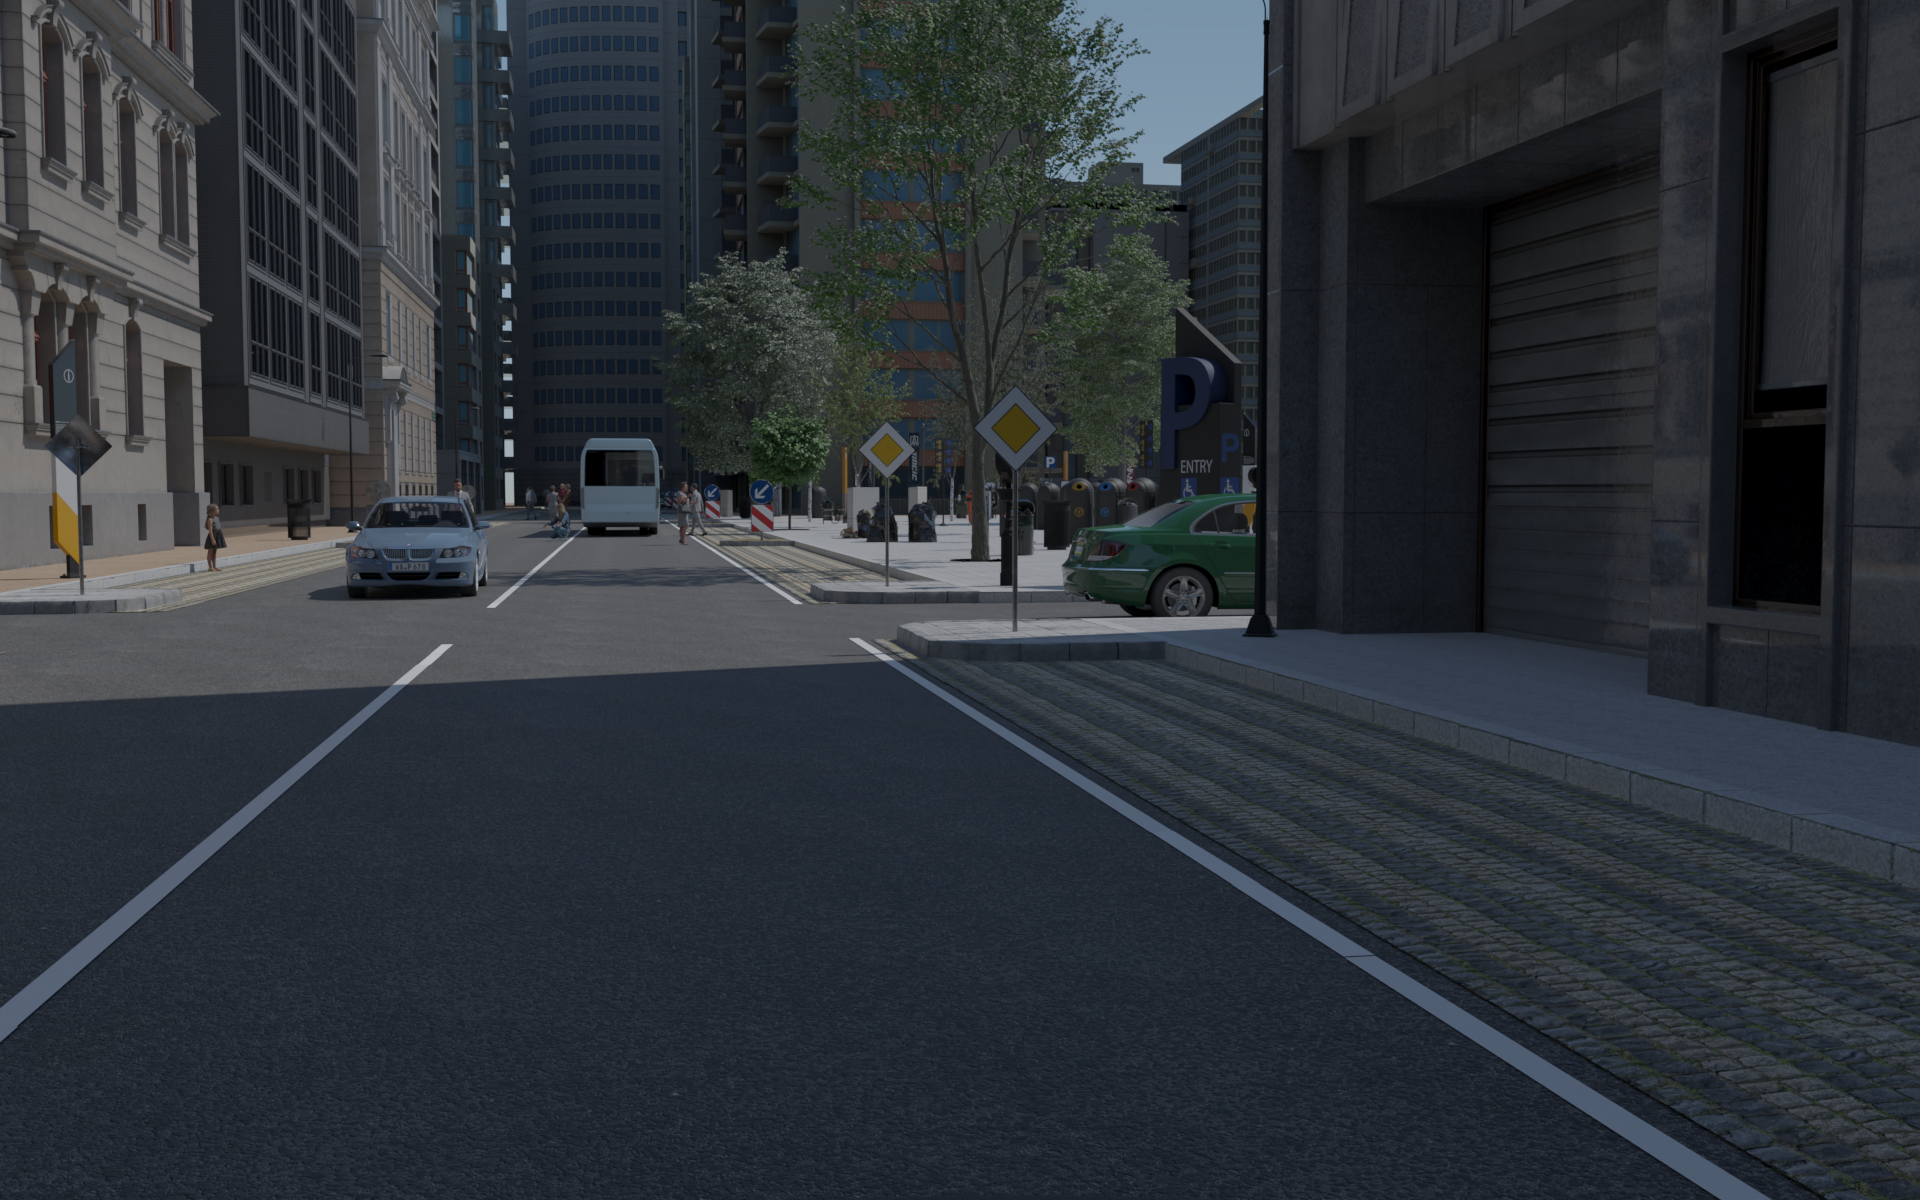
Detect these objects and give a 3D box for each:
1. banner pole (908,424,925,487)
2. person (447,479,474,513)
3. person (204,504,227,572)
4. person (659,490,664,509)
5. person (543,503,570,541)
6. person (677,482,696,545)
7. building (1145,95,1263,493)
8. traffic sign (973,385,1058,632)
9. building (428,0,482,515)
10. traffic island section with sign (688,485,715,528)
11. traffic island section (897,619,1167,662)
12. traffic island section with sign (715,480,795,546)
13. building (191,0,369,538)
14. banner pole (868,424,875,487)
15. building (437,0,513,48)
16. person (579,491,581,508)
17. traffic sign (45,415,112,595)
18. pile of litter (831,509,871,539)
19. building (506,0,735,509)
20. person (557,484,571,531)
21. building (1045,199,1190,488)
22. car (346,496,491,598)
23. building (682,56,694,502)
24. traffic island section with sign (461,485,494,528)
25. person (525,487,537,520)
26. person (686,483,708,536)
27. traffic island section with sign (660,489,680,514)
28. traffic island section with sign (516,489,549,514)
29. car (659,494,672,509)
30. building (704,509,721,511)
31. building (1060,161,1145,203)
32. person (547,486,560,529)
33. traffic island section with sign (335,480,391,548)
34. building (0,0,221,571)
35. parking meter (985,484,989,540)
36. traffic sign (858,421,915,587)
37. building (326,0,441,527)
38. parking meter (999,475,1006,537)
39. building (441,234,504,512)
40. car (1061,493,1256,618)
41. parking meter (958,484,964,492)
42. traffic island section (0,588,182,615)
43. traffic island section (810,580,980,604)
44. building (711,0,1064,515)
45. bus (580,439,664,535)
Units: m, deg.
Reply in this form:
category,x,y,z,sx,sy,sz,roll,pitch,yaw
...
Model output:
category,x,y,z,sx,sy,sz,roll,pitch,yaw
banner pole,-1.501,-4.389,61.776,0.863,3.779,0.401,3,4,36
person,-11.813,-1.959,40.802,0.678,1.792,0.850,-1,4,-19
person,-13.710,-1.145,31.897,0.373,1.253,0.362,1,4,9
person,-28.402,-9.527,164.136,0.709,1.838,0.599,2,4,33
person,-12.257,-2.383,52.955,0.738,1.151,1.012,-2,4,-29
person,-7.708,-2.436,48.689,0.532,1.782,0.716,0,4,3
building,34.432,-29.126,168.098,23.993,40.220,32.217,-1,4,-11
traffic sign,0.510,-0.761,16.086,0.795,2.450,0.064,-1,4,-11
building,-39.693,-40.602,102.098,20.563,71.187,20.611,-1,4,-11
traffic island section with sign,-10.812,-4.036,74.621,1.989,1.847,2.006,-1,4,-11
traffic island section,0.531,0.374,16.168,2.009,0.180,2.903,-1,4,-11
traffic island section with sign,-5.674,-2.418,48.158,1.989,1.847,2.006,-1,4,-11
building,-27.700,-15.938,54.092,14.314,27.812,24.014,-1,4,-11
banner pole,-3.152,-4.391,61.816,0.401,3.779,0.863,-1,4,-20
building,-55.646,-32.721,154.600,30.456,49.044,23.786,-1,4,-11
person,-32.346,-8.511,148.435,0.721,1.735,1.217,-2,4,-30
traffic sign,-11.170,-1.122,21.983,0.795,2.450,0.064,-1,4,-11
pile of litter,-2.956,-2.217,50.216,1.719,0.858,1.176,-1,4,-20
building,-34.544,-39.602,189.484,28.212,58.520,21.231,-1,4,-11
person,-15.389,-3.608,67.463,0.580,1.828,0.573,1,4,10
building,14.072,-24.564,173.329,14.107,30.474,14.160,-1,4,-11
car,-7.947,-0.831,25.585,2.014,1.417,4.499,-1,4,-13
building,-19.503,-29.557,166.848,14.154,41.232,14.086,-1,4,-11
traffic island section with sign,-20.853,-3.970,73.533,1.989,1.847,2.006,-1,4,-11
person,-23.583,-5.301,95.277,0.850,1.850,0.679,3,4,38
person,-8.933,-3.050,58.639,0.850,1.792,0.678,1,4,10
traffic island section with sign,-20.404,-7.060,124.056,1.989,1.847,2.006,-1,4,-11
traffic island section with sign,-30.360,-6.969,122.566,1.989,1.847,2.006,-1,4,-11
car,-27.610,-9.273,160.411,1.959,1.807,4.718,-1,4,-11
building,-12.080,-36.939,145.946,21.231,58.520,28.212,-1,4,-11
building,18.760,-31.403,205.321,23.993,40.220,32.217,-1,4,-11
person,-16.768,-3.852,71.845,0.716,1.782,0.532,0,4,-3
traffic island section with sign,-15.633,-2.323,46.603,1.989,1.847,2.006,-1,4,-11
building,-22.812,-14.874,30.586,14.401,28.519,23.554,-1,4,-11
parking meter,0.481,-1.925,39.881,0.372,1.533,0.369,0,3,0
traffic sign,-1.011,-1.241,23.926,0.795,2.450,0.064,-1,4,-11
building,-30.583,-17.739,75.940,13.634,28.700,20.117,-1,4,-11
parking meter,1.359,-2.827,51.938,0.255,1.863,0.399,-1,4,-21
building,-48.985,-17.267,127.347,27.650,21.520,28.899,-1,4,-11
car,3.622,-0.486,19.743,4.920,1.459,2.131,-1,4,-9
parking meter,0.079,-5.731,99.420,0.255,1.863,0.399,1,4,16
traffic island section,-11.192,0.015,22.041,2.009,0.180,2.903,-1,4,-11
traffic island section,-0.989,-0.106,24.007,2.009,0.180,2.903,-1,4,-11
building,-5.474,-28.375,118.554,22.147,44.769,28.867,-1,4,-11
bus,-12.419,-4.230,64.017,2.948,3.499,13.247,-1,4,-10
